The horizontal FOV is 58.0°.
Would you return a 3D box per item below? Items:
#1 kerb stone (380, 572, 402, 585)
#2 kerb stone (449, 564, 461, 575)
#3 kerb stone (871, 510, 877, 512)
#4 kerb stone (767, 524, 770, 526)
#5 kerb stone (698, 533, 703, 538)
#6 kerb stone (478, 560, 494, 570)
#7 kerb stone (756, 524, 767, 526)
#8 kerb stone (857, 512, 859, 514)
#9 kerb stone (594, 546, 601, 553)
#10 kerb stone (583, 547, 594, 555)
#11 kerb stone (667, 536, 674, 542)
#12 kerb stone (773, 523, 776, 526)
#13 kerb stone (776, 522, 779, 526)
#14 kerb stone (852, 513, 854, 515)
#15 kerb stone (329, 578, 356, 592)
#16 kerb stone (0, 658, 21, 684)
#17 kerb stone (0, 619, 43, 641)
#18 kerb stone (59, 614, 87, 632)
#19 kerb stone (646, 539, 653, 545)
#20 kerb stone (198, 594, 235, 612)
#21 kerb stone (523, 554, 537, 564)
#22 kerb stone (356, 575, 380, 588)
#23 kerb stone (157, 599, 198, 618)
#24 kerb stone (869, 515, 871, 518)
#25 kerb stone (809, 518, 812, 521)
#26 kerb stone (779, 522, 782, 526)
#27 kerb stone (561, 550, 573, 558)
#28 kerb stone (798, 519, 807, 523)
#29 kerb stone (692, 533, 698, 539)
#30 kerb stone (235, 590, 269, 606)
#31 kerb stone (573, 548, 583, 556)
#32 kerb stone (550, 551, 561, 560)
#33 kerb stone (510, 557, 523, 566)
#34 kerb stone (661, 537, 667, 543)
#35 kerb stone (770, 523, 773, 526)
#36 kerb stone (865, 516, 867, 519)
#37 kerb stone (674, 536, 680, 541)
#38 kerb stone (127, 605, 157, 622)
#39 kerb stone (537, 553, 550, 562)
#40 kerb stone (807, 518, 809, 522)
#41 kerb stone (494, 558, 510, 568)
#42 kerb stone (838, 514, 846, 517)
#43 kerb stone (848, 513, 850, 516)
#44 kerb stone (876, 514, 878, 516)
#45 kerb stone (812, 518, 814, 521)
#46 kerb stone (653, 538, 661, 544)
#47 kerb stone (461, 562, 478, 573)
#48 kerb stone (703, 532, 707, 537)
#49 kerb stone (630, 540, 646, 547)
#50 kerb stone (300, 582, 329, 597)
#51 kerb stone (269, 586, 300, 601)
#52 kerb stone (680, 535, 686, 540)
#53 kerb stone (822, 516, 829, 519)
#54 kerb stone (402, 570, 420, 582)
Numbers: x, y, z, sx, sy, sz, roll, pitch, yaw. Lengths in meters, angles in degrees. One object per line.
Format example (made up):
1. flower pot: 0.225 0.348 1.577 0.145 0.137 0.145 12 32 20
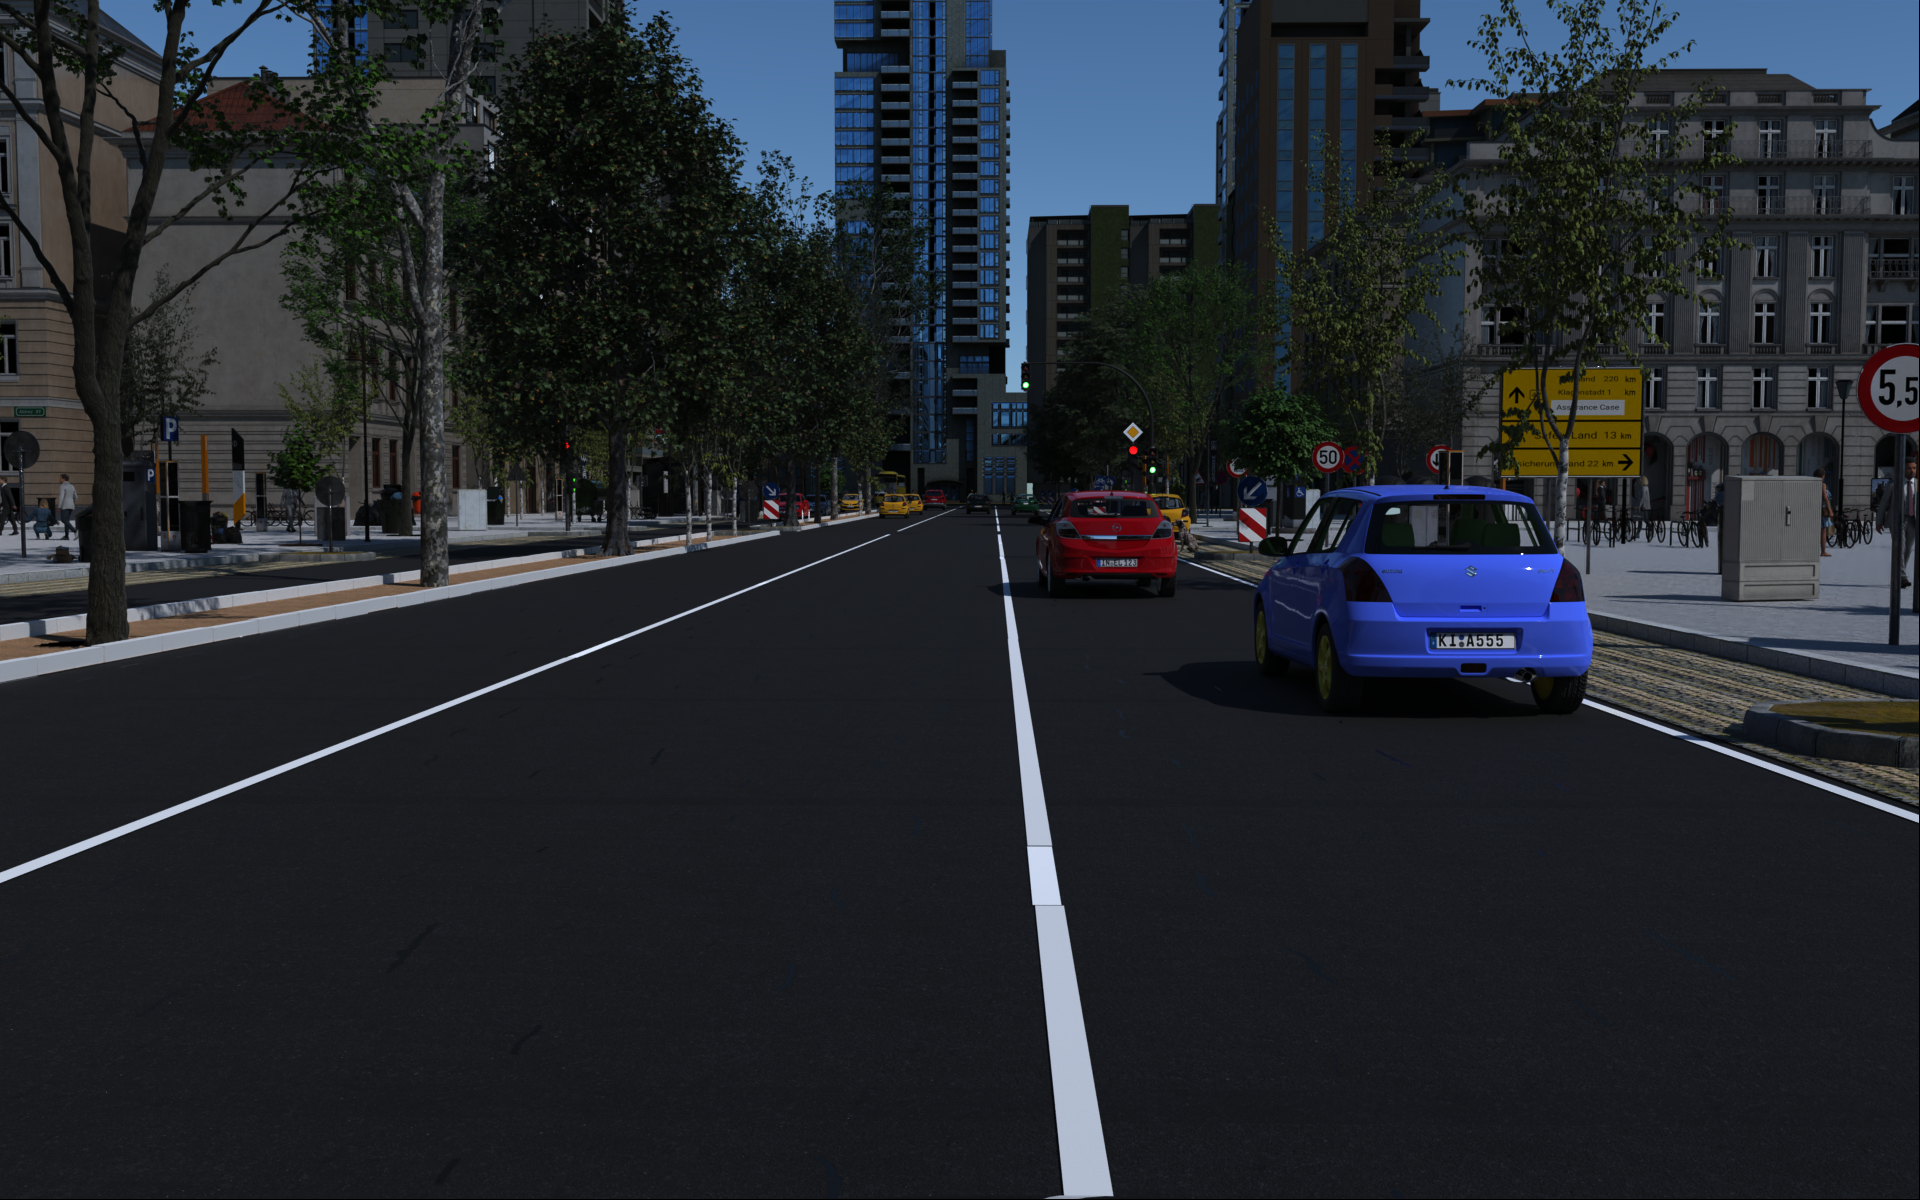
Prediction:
1. kerb stone: -9.138 -0.322 27.527 0.120 0.150 1.000 0 4 1
2. kerb stone: -9.074 -0.512 30.605 0.120 0.150 1.000 0 4 1
3. kerb stone: -6.960 -7.130 138.771 0.120 0.150 1.000 0 4 1
4. kerb stone: -8.253 -3.110 73.147 0.120 0.150 1.000 0 4 1
5. kerb stone: -8.571 -2.077 56.242 0.120 0.150 1.000 0 4 1
6. kerb stone: -9.032 -0.640 32.653 0.120 0.150 1.000 0 4 1
7. kerb stone: -8.261 -3.054 72.121 0.120 0.150 1.000 0 4 1
8. kerb stone: -7.319 -6.000 120.320 0.120 0.150 1.000 0 4 1
9. kerb stone: -8.850 -1.204 41.881 0.120 0.150 1.000 0 4 1
10. kerb stone: -8.874 -1.137 40.859 0.120 0.150 1.000 0 4 1
11. kerb stone: -8.676 -1.769 51.126 0.120 0.150 1.000 0 4 1
12. kerb stone: -8.201 -3.242 75.207 0.120 0.150 1.000 0 4 1
13. kerb stone: -8.179 -3.305 76.229 0.120 0.150 1.000 0 4 1
14. kerb stone: -7.405 -5.751 116.218 0.120 0.150 1.000 0 4 1
15. kerb stone: -9.173 -0.201 25.475 0.120 0.150 1.000 0 4 1
16. kerb stone: -7.314 0.556 13.100 0.120 0.150 1.000 0 4 1
17. kerb stone: -9.334 0.302 17.264 0.120 0.150 1.000 0 4 1
18. kerb stone: -9.322 0.239 18.288 0.120 0.150 1.000 0 4 1
19. kerb stone: -8.733 -1.581 48.042 0.120 0.150 1.000 0 4 1
20. kerb stone: -9.259 0.051 21.368 0.120 0.150 1.000 0 4 1
21. kerb stone: -8.972 -0.821 35.736 0.120 0.150 1.000 0 4 1
22. kerb stone: -9.154 -0.260 26.505 0.120 0.150 1.000 0 4 1
23. kerb stone: -9.272 0.118 20.347 0.120 0.150 1.000 0 4 1
24. kerb stone: -5.555 -4.925 102.822 0.120 0.150 1.000 0 4 1
25. kerb stone: -7.917 -4.120 89.550 0.120 0.150 1.000 0 4 1
26. kerb stone: -8.163 -3.368 77.255 0.120 0.150 1.000 0 4 1
27. kerb stone: -8.917 -1.013 38.809 0.120 0.150 1.000 0 4 1
28. kerb stone: -7.960 -3.995 87.506 0.120 0.150 1.000 0 4 1
29. kerb stone: -8.593 -2.020 55.220 0.120 0.150 1.000 0 4 1
30. kerb stone: -9.236 -0.012 22.397 0.120 0.150 1.000 0 4 1
31. kerb stone: -8.898 -1.079 39.831 0.120 0.150 1.000 0 4 1
32. kerb stone: -8.942 -0.953 37.783 0.120 0.150 1.000 0 4 1
33. kerb stone: -8.998 -0.765 34.711 0.120 0.150 1.000 0 4 1
34. kerb stone: -8.695 -1.706 50.093 0.120 0.150 1.000 0 4 1
35. kerb stone: -8.223 -3.175 74.181 0.120 0.150 1.000 0 4 1
36. kerb stone: -5.624 -4.743 99.749 0.120 0.150 1.000 0 4 1
37. kerb stone: -8.655 -1.832 52.148 0.120 0.150 1.000 0 4 1
38. kerb stone: -9.290 0.180 19.316 0.120 0.150 1.000 0 4 1
39. kerb stone: -8.951 -0.890 36.759 0.120 0.150 1.000 0 4 1
40. kerb stone: -7.945 -4.057 88.528 0.120 0.150 1.000 0 4 1
41. kerb stone: -9.008 -0.702 33.681 0.120 0.150 1.000 0 4 1
42. kerb stone: -7.519 -5.375 110.069 0.120 0.150 1.000 0 4 1
43. kerb stone: -7.467 -5.563 113.144 0.120 0.150 1.000 0 4 1
44. kerb stone: -5.441 -5.307 108.982 0.120 0.150 1.000 0 4 1
45. kerb stone: -7.901 -4.182 90.577 0.120 0.150 1.000 0 4 1
46. kerb stone: -8.712 -1.643 49.069 0.120 0.150 1.000 0 4 1
47. kerb stone: -9.053 -0.577 31.630 0.120 0.150 1.000 0 4 1
48. kerb stone: -8.549 -2.145 57.263 0.120 0.150 1.000 0 4 1
49. kerb stone: -8.751 -1.515 47.005 0.120 0.150 1.000 0 4 1
50. kerb stone: -9.197 -0.135 24.442 0.120 0.150 1.000 0 4 1
51. kerb stone: -9.215 -0.072 23.420 0.120 0.150 1.000 0 4 1
52. kerb stone: -8.630 -1.894 53.170 0.120 0.150 1.000 0 4 1
53. kerb stone: -7.744 -4.680 98.784 0.120 0.150 1.000 0 4 1
54. kerb stone: -9.114 -0.386 28.555 0.120 0.150 1.000 0 4 1
